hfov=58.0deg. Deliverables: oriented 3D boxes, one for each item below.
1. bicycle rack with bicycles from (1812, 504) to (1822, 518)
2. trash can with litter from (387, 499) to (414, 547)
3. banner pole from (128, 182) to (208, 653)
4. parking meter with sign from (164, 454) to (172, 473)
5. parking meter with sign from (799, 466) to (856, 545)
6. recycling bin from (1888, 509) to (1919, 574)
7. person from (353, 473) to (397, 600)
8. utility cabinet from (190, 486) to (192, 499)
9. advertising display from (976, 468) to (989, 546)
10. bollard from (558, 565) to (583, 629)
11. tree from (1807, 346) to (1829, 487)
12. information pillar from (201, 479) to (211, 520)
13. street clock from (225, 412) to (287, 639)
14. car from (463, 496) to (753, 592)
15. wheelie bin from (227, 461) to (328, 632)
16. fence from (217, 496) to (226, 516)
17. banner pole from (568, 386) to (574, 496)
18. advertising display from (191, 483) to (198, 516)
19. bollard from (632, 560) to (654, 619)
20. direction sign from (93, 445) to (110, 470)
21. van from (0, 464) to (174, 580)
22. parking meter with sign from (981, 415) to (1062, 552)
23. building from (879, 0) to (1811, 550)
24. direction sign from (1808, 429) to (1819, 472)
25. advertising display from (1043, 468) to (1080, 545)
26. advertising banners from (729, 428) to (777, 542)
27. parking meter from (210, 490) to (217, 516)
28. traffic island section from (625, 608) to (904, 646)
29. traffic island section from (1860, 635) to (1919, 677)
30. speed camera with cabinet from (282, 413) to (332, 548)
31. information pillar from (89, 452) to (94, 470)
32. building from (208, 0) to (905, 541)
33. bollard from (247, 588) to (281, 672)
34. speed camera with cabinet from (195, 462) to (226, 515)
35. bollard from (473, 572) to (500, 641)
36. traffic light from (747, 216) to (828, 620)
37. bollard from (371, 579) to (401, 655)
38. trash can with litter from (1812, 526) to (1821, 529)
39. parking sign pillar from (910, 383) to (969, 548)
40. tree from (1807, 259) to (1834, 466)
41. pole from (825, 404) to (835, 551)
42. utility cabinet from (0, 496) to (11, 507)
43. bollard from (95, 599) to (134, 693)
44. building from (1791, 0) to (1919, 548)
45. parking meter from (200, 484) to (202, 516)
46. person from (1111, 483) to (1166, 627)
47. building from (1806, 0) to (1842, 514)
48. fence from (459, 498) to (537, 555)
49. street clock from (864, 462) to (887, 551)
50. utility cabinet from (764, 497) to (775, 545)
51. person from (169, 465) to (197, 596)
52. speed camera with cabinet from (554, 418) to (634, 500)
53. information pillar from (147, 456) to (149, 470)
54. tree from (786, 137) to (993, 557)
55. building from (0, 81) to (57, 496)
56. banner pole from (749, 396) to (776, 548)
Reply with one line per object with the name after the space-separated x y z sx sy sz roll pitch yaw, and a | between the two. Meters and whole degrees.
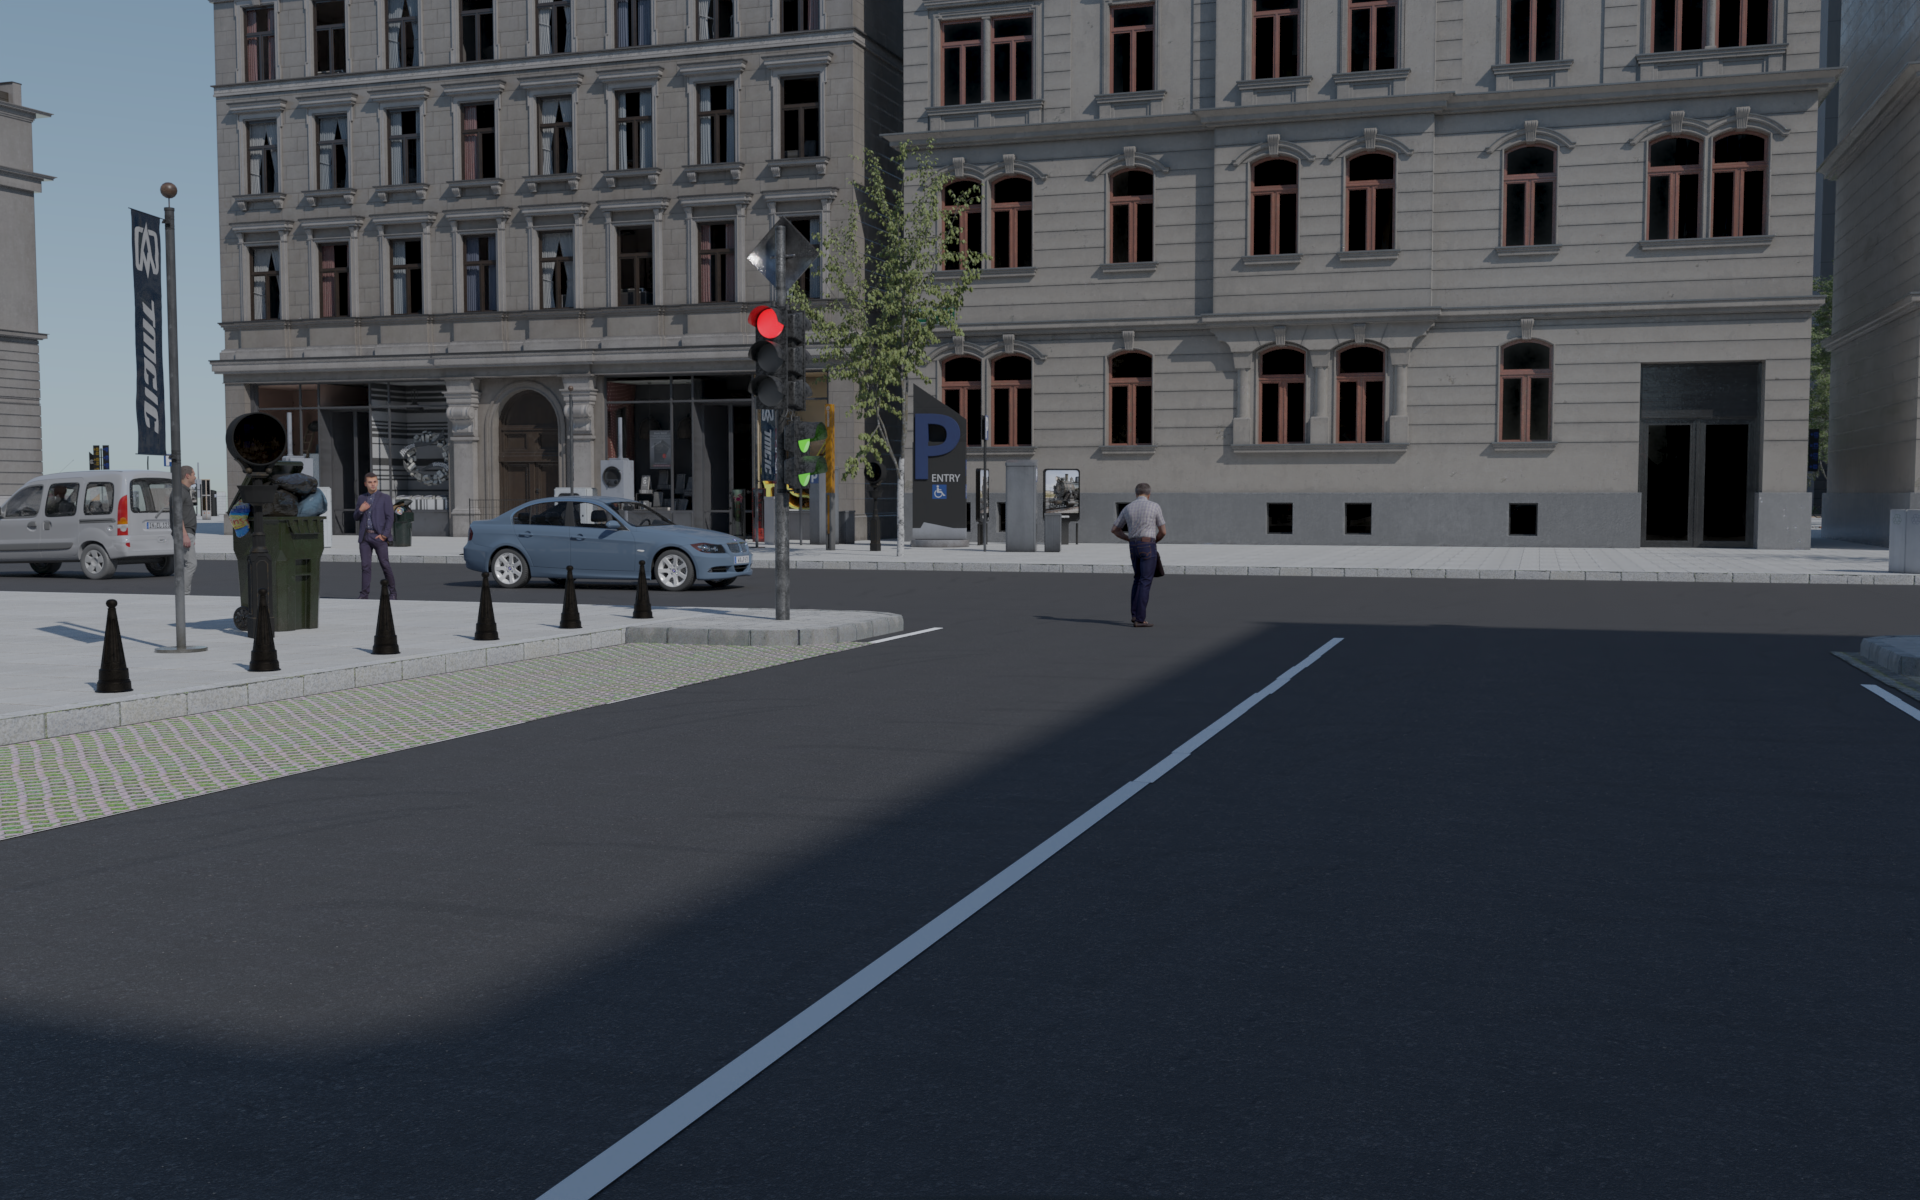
44.602 -4.845 92.602 2.925 0.926 2.852 1 4 22 | bicycle rack with bicycles
-13.796 -1.881 42.134 1.055 1.170 0.624 2 4 28 | trash can with litter
-6.358 -1.454 13.786 0.401 3.779 0.863 0 4 1 | banner pole
-33.924 -4.774 74.320 0.543 3.016 1.738 -1 4 -19 | parking meter with sign
-3.420 -2.913 43.883 0.543 3.016 1.738 3 5 43 | parking meter with sign
15.601 -0.948 28.050 0.722 1.027 0.722 -1 4 -18 | recycling bin
-7.653 -0.806 22.591 0.541 1.710 0.530 1 4 21 | person
-22.012 -2.417 48.203 1.173 1.500 0.318 -1 4 -23 | utility cabinet
0.566 -2.346 43.573 0.123 1.923 0.974 1 4 14 | advertising display
-3.726 -0.031 16.550 0.229 0.601 0.229 0 3 0 | bollard
41.057 -8.011 81.345 4.360 8.622 3.978 0 3 0 | tree
-37.497 -4.994 86.149 0.304 2.012 0.304 1 4 18 | information pillar
-6.244 -0.663 15.415 0.471 2.002 0.358 -3 4 -37 | street clock
-5.389 -0.896 26.646 4.499 1.417 2.014 1 4 17 | car
-6.418 -0.520 16.409 0.693 1.594 0.980 1 4 21 | wheelie bin
-42.882 -5.543 101.836 0.480 1.192 2.264 2 4 29 | fence
-9.021 -3.077 40.321 0.401 3.779 0.863 0 4 -8 | banner pole
-45.420 -5.920 102.006 0.974 1.923 0.123 0 4 -5 | advertising display
-3.279 -0.112 17.876 0.229 0.601 0.229 0 3 0 | bollard
-39.711 -5.393 80.165 0.876 3.537 0.379 1 4 16 | direction sign
-15.486 -1.411 30.085 4.112 2.044 2.013 1 4 19 | van
1.371 -2.570 38.286 1.738 3.016 0.543 0 4 8 | parking meter with sign
10.890 -15.951 48.191 23.554 28.519 14.401 1 4 18 | building
29.345 -4.168 60.140 0.876 3.537 0.379 0 4 0 | direction sign
2.565 -2.360 43.802 0.974 1.923 0.123 -1 4 -19 | advertising display
-5.376 -3.058 46.181 2.074 3.025 0.090 3 4 36 | advertising banners
-42.987 -5.585 99.730 0.372 1.533 0.369 0 3 0 | parking meter
-1.828 0.281 17.688 2.009 0.180 2.903 1 4 18 | traffic island section
8.645 0.494 14.198 2.009 0.180 2.903 1 4 18 | traffic island section
-15.712 -2.894 41.659 0.660 3.252 2.038 -3 4 -36 | speed camera with cabinet
-47.677 -6.362 95.379 0.504 3.616 0.183 -2 4 -30 | information pillar
-20.255 -12.613 57.129 40.483 20.767 10.553 1 4 18 | building
-5.055 0.212 12.568 0.229 0.601 0.229 0 3 0 | bollard
-47.295 -7.009 108.935 0.660 3.252 2.038 3 5 40 | speed camera with cabinet
-4.167 0.050 15.223 0.229 0.601 0.229 0 3 0 | bollard
-1.793 -1.750 17.541 0.839 4.253 0.868 1 4 18 | traffic light
-4.612 0.131 13.895 0.229 0.601 0.229 0 3 0 | bollard
32.456 -3.290 64.854 1.678 1.210 2.233 3 5 42 | trash can with litter
-0.493 -3.273 41.993 1.447 3.967 1.447 0 4 3 | parking sign pillar
37.811 -9.368 71.295 7.486 12.596 7.792 0 3 0 | tree
-2.947 -2.782 39.336 0.158 3.312 0.155 0 3 0 | pole
-28.614 -2.505 52.121 1.020 1.237 0.306 -2 4 -32 | utility cabinet
-5.498 0.294 11.241 0.229 0.601 0.229 0 3 0 | bollard
33.892 -15.483 40.538 23.554 28.519 14.401 1 4 18 | building
-43.651 -5.769 100.037 0.255 1.863 0.399 3 4 36 | parking meter
1.945 -0.498 18.858 0.614 1.554 0.590 2 4 29 | person
69.000 -35.293 119.038 21.231 58.520 28.212 1 4 18 | building
-9.780 -1.588 37.173 0.480 1.192 2.264 2 4 27 | fence
-1.901 -2.098 38.877 0.471 2.002 0.358 2 4 28 | street clock
-4.696 -2.003 43.910 0.306 1.237 1.020 -1 4 -20 | utility cabinet
-10.132 -0.861 22.713 0.434 1.807 0.598 -1 4 -9 | person
-9.501 -3.093 44.908 2.038 3.252 0.660 1 4 18 | speed camera with cabinet
-49.766 -7.026 106.227 0.183 3.616 0.504 -1 4 -21 | information pillar
-1.443 -5.204 35.442 4.737 8.622 4.395 0 3 0 | tree
-50.422 -13.873 68.616 24.055 21.916 13.314 1 4 18 | building
-4.626 -3.103 40.747 0.863 3.779 0.401 3 4 38 | banner pole
